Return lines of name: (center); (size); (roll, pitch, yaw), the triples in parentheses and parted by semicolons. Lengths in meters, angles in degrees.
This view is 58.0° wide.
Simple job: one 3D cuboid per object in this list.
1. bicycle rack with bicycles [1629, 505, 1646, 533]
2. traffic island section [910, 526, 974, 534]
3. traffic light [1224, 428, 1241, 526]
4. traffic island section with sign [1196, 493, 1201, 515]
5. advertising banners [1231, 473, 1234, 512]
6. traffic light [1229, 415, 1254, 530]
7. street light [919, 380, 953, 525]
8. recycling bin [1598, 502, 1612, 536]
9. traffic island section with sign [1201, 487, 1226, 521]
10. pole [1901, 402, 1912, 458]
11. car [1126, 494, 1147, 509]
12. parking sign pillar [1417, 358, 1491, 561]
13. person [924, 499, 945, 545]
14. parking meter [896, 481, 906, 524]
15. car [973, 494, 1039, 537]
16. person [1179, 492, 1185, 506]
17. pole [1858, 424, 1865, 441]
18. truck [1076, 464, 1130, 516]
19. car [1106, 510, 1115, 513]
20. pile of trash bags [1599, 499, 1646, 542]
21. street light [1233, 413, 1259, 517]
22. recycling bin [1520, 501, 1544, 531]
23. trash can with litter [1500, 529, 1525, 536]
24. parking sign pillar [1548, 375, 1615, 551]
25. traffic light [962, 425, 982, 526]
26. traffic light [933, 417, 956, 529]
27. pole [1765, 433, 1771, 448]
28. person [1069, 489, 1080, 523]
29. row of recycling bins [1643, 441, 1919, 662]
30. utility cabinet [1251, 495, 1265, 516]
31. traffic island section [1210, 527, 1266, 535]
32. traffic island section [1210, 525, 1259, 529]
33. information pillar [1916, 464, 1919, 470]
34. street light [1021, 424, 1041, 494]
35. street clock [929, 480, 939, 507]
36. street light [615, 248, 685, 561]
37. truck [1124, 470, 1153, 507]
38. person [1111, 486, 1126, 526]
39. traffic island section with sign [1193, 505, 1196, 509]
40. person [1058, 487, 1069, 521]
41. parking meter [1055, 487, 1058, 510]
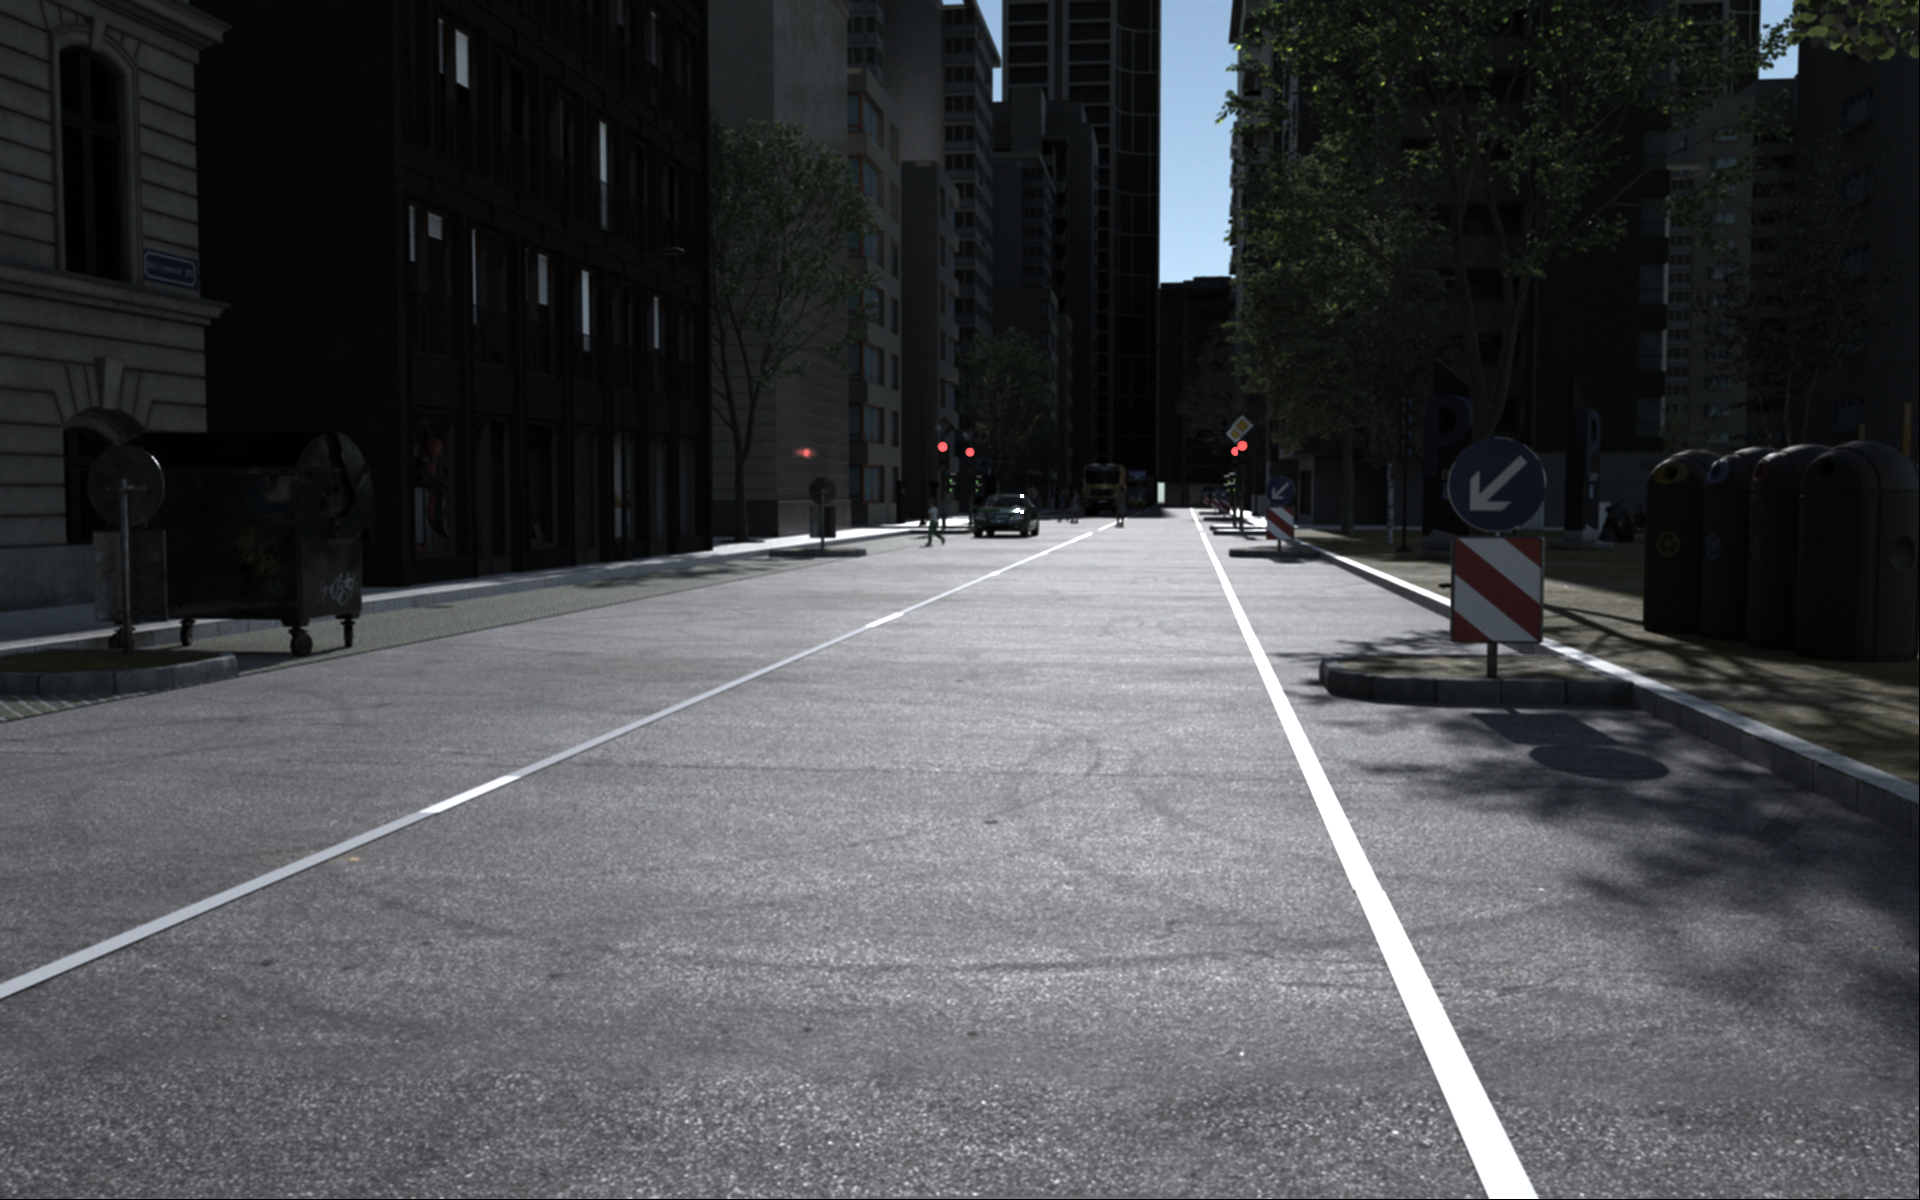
bicycle rack with bicycles: (23.099, -2.671, 57.061); (2.925, 0.926, 2.852); (-2, 4, -35)
traffic island section: (-0.605, -2.478, 62.801); (2.009, 0.180, 2.903); (0, 4, 7)
traffic light: (10.984, -4.912, 69.239); (0.839, 4.253, 0.868); (0, 4, 7)
traffic island section with sign: (17.735, -6.882, 121.148); (1.989, 1.847, 2.006); (0, 4, 7)
advertising banners: (19.800, -7.922, 125.710); (0.090, 3.025, 2.074); (0, 4, 1)
traffic light: (9.959, -4.428, 61.320); (0.839, 4.253, 0.868); (0, 4, 7)
street light: (-0.989, -6.001, 70.658); (1.470, 5.913, 1.316); (0, 4, 7)
recycling bin: (19.756, -2.527, 53.871); (0.722, 1.027, 0.722); (-2, 4, -24)
traffic island section with sign: (14.268, -5.237, 94.247); (1.989, 1.847, 2.006); (0, 4, 7)
pole: (21.087, -2.741, 38.652); (0.158, 3.312, 0.155); (0, 3, 0)
car: (16.772, -9.455, 164.816); (2.015, 1.641, 3.980); (0, 4, 8)
parking sign pillar: (9.713, -2.778, 33.899); (1.447, 3.967, 1.447); (-2, 4, -35)
person: (-0.720, -2.201, 48.733); (0.590, 1.304, 0.306); (1, 4, 20)
parking meter: (-2.565, -4.257, 75.319); (0.255, 1.863, 0.399); (2, 4, 35)
car: (1.611, -2.897, 59.164); (2.131, 1.459, 4.920); (1, 4, 9)
person: (26.277, -11.974, 204.958); (0.721, 1.739, 1.217); (-1, 4, -22)
pole: (26.058, -3.444, 50.146); (0.158, 3.312, 0.155); (0, 3, 0)
truck: (9.663, -7.300, 115.281); (3.469, 3.379, 9.791); (0, 4, 7)
car: (10.990, -7.391, 132.643); (2.131, 1.459, 4.920); (0, 4, 7)
pile of trash bags: (18.792, -2.229, 46.189); (3.447, 1.369, 1.912); (3, 5, 39)
street light: (16.349, -7.717, 98.710); (1.470, 5.913, 1.316); (0, 4, 7)
recycling bin: (20.006, -2.936, 60.558); (0.722, 1.027, 0.722); (1, 4, 14)
trash can with litter: (15.770, -2.438, 50.922); (2.233, 1.210, 1.678); (-2, 4, -29)
parking sign pillar: (14.359, -3.146, 39.914); (1.447, 3.967, 1.447); (3, 4, 35)
traffic light: (0.458, -4.994, 70.580); (0.839, 4.253, 0.868); (0, 4, 7)
traffic light: (-0.567, -4.510, 62.661); (0.839, 4.253, 0.868); (0, 4, 7)
pole: (27.190, -3.946, 58.362); (0.158, 3.312, 0.155); (0, 3, 0)
person: (5.795, -4.728, 86.800); (0.522, 1.701, 0.512); (2, 4, 27)
row of recycling bins: (6.999, -0.476, 14.903); (1.069, 1.692, 3.534); (0, 4, -3)
utility cabinet: (17.518, -5.512, 101.279); (0.306, 1.237, 1.020); (-3, 5, -40)
traffic island section: (9.997, -2.394, 61.428); (2.009, 0.180, 2.903); (0, 4, 7)
traffic island section: (11.023, -2.879, 69.348); (2.009, 0.180, 2.903); (0, 4, 7)
information pillar: (23.393, -2.330, 42.585); (0.304, 2.012, 0.304); (3, 4, 36)
street light: (4.626, -8.676, 114.401); (1.470, 5.913, 1.316); (0, 4, 7)
street clock: (-1.314, -5.058, 87.276); (0.471, 2.002, 0.358); (-1, 4, -23)
street light: (-5.883, -3.692, 32.900); (1.470, 5.913, 1.316); (0, 4, 7)
truck: (20.507, -12.749, 198.211); (2.967, 4.110, 18.799); (1, 4, 9)
person: (7.016, -4.163, 76.916); (0.532, 1.782, 0.716); (-2, 4, -31)
traffic island section with sign: (24.096, -9.886, 170.262); (1.989, 1.847, 2.006); (0, 4, 7)
person: (5.410, -5.040, 90.927); (0.654, 1.822, 0.581); (1, 4, 16)
parking meter: (7.763, -8.167, 139.243); (0.255, 1.863, 0.399); (0, 4, 1)
